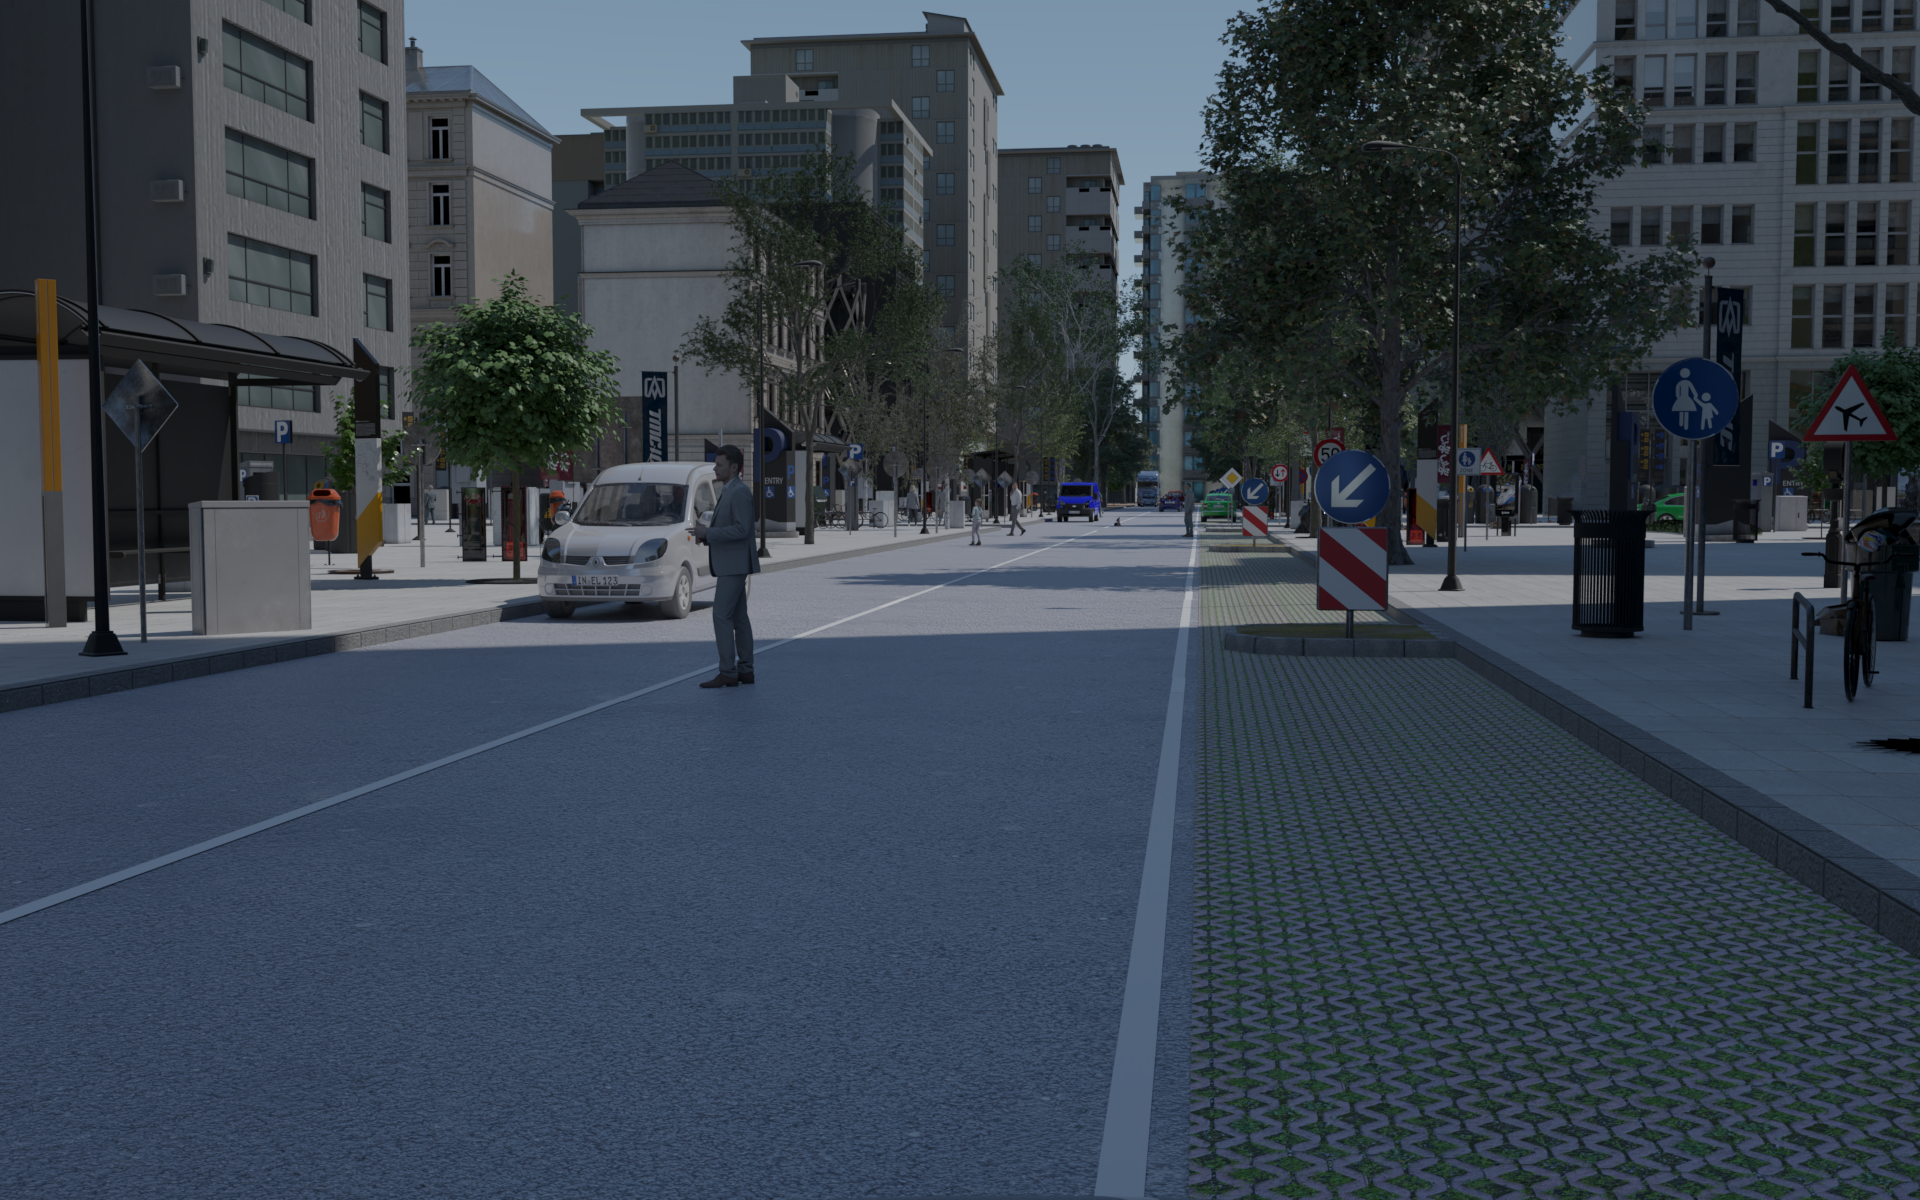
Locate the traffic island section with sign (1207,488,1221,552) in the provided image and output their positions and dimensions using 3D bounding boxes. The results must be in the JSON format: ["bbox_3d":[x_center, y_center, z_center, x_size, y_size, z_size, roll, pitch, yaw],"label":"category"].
[{"bbox_3d":[7.195,-2.104,43.031,1.989,1.847,2.006,0,4,8],"label":"traffic island section with sign"}]

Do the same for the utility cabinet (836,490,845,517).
[{"bbox_3d":[-6.852,-5.378,96.613,1.173,1.500,0.318,3,5,45],"label":"utility cabinet"}]

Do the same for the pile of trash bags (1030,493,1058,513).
[{"bbox_3d":[7.097,-7.528,132.837,3.447,1.369,1.912,1,4,11],"label":"pile of trash bags"}]

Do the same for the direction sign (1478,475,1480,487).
[{"bbox_3d":[29.993,-6.613,100.123,0.379,3.537,0.876,1,4,13],"label":"direction sign"}]

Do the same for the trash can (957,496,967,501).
[{"bbox_3d":[0.211,-5.935,108.683,0.748,1.137,0.748,0,3,0],"label":"trash can"}]

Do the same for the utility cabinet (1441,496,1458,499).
[{"bbox_3d":[18.061,-3.232,64.004,0.306,1.237,1.020,0,4,-4],"label":"utility cabinet"}]

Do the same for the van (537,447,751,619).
[{"bbox_3d":[-3.783,-0.872,21.267,2.013,2.044,4.112,0,4,8],"label":"van"}]

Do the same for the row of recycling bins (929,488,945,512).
[{"bbox_3d":[-1.810,-7.132,123.716,1.069,1.692,3.534,-2,4,-33],"label":"row of recycling bins"}]

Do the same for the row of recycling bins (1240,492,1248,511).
[{"bbox_3d":[23.017,-7.911,136.458,1.069,1.692,3.534,2,4,29],"label":"row of recycling bins"}]

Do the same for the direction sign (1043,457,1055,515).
[{"bbox_3d":[5.450,-6.967,105.903,0.876,3.537,0.379,3,5,41],"label":"direction sign"}]

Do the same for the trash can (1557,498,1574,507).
[{"bbox_3d":[24.869,-3.641,71.188,0.748,1.137,0.748,0,3,0],"label":"trash can"}]

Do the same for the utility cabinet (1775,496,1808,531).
[{"bbox_3d":[28.575,-2.959,59.545,1.020,1.237,0.306,0,4,-7],"label":"utility cabinet"}]

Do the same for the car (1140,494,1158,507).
[{"bbox_3d":[20.750,-10.902,190.242,2.014,1.417,4.499,0,4,8],"label":"car"}]

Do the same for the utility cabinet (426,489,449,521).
[{"bbox_3d":[-24.893,-4.524,82.653,1.173,1.500,0.318,1,4,19],"label":"utility cabinet"}]

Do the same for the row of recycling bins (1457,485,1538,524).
[{"bbox_3d":[23.103,-4.141,74.824,3.534,1.692,1.069,0,4,1],"label":"row of recycling bins"}]

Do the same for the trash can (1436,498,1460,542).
[{"bbox_3d":[13.416,-2.263,48.658,0.748,1.137,0.748,0,3,0],"label":"trash can"}]

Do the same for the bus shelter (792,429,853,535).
[{"bbox_3d":[-4.988,-3.804,56.126,2.014,3.302,5.546,0,4,8],"label":"bus shelter"}]

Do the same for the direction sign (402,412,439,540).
[{"bbox_3d":[-15.021,-3.423,47.968,0.379,3.537,0.876,3,5,40],"label":"direction sign"}]

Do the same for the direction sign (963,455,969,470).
[{"bbox_3d":[0.632,-6.640,100.554,0.876,3.537,0.379,1,4,13],"label":"direction sign"}]

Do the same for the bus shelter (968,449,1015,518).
[{"bbox_3d":[1.660,-6.303,94.340,1.731,3.624,6.357,0,4,8],"label":"bus shelter"}]

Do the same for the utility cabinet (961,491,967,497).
[{"bbox_3d":[0.651,-7.774,135.783,1.173,1.500,0.318,1,4,9],"label":"utility cabinet"}]

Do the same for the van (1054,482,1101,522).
[{"bbox_3d":[6.129,-5.209,89.557,2.240,2.365,5.245,1,4,9],"label":"van"}]

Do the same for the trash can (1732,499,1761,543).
[{"bbox_3d":[20.618,-2.067,45.452,0.748,1.137,0.748,0,3,0],"label":"trash can"}]

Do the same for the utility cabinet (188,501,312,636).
[{"bbox_3d":[-6.593,-0.302,16.106,0.306,1.237,1.020,3,5,43],"label":"utility cabinet"}]

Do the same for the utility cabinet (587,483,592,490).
[{"bbox_3d":[-6.826,-1.580,34.516,1.173,1.500,0.318,1,4,17],"label":"utility cabinet"}]

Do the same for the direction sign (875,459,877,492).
[{"bbox_3d":[-4.738,-6.475,97.861,0.379,3.537,0.876,-1,4,-10],"label":"direction sign"}]

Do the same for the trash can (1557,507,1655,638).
[{"bbox_3d":[5.835,-0.240,15.578,0.748,1.137,0.748,0,3,0],"label":"trash can"}]

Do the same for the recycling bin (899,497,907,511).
[{"bbox_3d":[-4.013,-7.070,128.141,0.722,1.027,0.722,-2,4,-33],"label":"recycling bin"}]

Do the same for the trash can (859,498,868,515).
[{"bbox_3d":[-5.943,-5.783,106.205,0.748,1.137,0.748,0,3,0],"label":"trash can"}]

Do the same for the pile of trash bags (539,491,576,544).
[{"bbox_3d":[-10.873,-2.210,45.878,1.912,1.369,3.447,0,4,-6],"label":"pile of trash bags"}]

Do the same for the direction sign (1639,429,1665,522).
[{"bbox_3d":[24.129,-4.188,60.463,0.876,3.537,0.379,0,4,-3],"label":"direction sign"}]

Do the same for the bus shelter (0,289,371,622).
[{"bbox_3d":[-9.002,-1.587,19.878,2.014,3.302,5.546,0,4,8],"label":"bus shelter"}]

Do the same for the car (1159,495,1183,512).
[{"bbox_3d":[16.853,-7.703,138.525,1.945,1.354,3.894,1,4,9],"label":"car"}]

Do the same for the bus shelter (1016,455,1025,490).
[{"bbox_3d":[2.697,-6.868,103.576,1.731,3.624,6.357,0,4,8],"label":"bus shelter"}]

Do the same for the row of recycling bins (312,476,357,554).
[{"bbox_3d":[-13.754,-1.931,38.677,1.069,1.692,3.534,-2,4,-28],"label":"row of recycling bins"}]

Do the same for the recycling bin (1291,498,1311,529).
[{"bbox_3d":[12.568,-3.099,63.225,0.722,1.027,0.722,-2,4,-33],"label":"recycling bin"}]

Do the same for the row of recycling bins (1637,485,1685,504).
[{"bbox_3d":[30.776,-4.268,76.887,3.534,1.692,1.069,-1,4,-21],"label":"row of recycling bins"}]

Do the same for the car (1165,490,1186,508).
[{"bbox_3d":[22.614,-10.576,181.592,2.281,1.827,5.304,0,4,8],"label":"car"}]

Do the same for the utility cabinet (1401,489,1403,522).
[{"bbox_3d":[19.740,-4.249,78.157,0.318,1.500,1.173,0,4,7],"label":"utility cabinet"}]

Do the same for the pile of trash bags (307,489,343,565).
[{"bbox_3d":[-12.745,-1.288,30.817,3.447,1.369,1.912,0,4,-6],"label":"pile of trash bags"}]

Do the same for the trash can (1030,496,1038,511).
[{"bbox_3d":[5.515,-7.229,129.854,0.748,1.137,0.748,0,3,0],"label":"trash can"}]

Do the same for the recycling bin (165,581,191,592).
[{"bbox_3d":[-10.142,-0.638,22.979,0.722,1.027,0.722,0,4,-2],"label":"recycling bin"}]

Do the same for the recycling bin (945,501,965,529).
[{"bbox_3d":[-0.193,-3.188,64.675,0.722,1.027,0.722,0,4,2],"label":"recycling bin"}]

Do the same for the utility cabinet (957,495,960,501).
[{"bbox_3d":[-0.548,-7.771,138.217,1.020,1.237,0.306,0,4,3],"label":"utility cabinet"}]

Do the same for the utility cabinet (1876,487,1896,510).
[{"bbox_3d":[29.577,-2.810,54.616,1.173,1.500,0.318,3,4,37],"label":"utility cabinet"}]

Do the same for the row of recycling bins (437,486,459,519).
[{"bbox_3d":[-26.018,-5.102,90.534,1.069,1.692,3.534,1,4,22],"label":"row of recycling bins"}]

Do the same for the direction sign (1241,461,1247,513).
[{"bbox_3d":[19.549,-7.772,119.066,0.379,3.537,0.876,2,4,28],"label":"direction sign"}]

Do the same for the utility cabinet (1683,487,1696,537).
[{"bbox_3d":[21.722,-2.554,50.442,1.173,1.500,0.318,1,4,22],"label":"utility cabinet"}]

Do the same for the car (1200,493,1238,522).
[{"bbox_3d":[13.270,-4.888,88.718,1.959,1.807,4.718,1,4,9],"label":"car"}]

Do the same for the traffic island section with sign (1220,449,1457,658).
[{"bbox_3d":[3.464,-0.456,16.086,1.989,1.847,2.006,0,4,8],"label":"traffic island section with sign"}]

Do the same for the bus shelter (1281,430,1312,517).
[{"bbox_3d":[19.258,-7.434,99.173,2.179,5.291,8.768,0,4,8],"label":"bus shelter"}]

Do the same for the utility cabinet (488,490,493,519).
[{"bbox_3d":[-22.935,-4.740,86.174,1.173,1.500,0.318,2,4,33],"label":"utility cabinet"}]

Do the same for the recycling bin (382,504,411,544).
[{"bbox_3d":[-14.722,-1.978,44.892,0.722,1.027,0.722,1,4,12],"label":"recycling bin"}]

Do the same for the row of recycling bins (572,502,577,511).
[{"bbox_3d":[-12.209,-3.161,58.801,1.069,1.692,3.534,-3,5,-41],"label":"row of recycling bins"}]

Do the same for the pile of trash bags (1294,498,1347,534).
[{"bbox_3d":[12.115,-2.795,55.446,1.912,1.369,3.447,-1,4,-13],"label":"pile of trash bags"}]

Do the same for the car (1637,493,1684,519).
[{"bbox_3d":[28.530,-3.558,66.966,4.718,1.807,1.959,1,4,9],"label":"car"}]

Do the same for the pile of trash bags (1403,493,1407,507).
[{"bbox_3d":[29.774,-6.142,110.166,3.447,1.369,1.912,-1,4,-14],"label":"pile of trash bags"}]

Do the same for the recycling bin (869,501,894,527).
[{"bbox_3d":[-3.059,-3.350,67.328,0.722,1.027,0.722,3,4,36],"label":"recycling bin"}]
